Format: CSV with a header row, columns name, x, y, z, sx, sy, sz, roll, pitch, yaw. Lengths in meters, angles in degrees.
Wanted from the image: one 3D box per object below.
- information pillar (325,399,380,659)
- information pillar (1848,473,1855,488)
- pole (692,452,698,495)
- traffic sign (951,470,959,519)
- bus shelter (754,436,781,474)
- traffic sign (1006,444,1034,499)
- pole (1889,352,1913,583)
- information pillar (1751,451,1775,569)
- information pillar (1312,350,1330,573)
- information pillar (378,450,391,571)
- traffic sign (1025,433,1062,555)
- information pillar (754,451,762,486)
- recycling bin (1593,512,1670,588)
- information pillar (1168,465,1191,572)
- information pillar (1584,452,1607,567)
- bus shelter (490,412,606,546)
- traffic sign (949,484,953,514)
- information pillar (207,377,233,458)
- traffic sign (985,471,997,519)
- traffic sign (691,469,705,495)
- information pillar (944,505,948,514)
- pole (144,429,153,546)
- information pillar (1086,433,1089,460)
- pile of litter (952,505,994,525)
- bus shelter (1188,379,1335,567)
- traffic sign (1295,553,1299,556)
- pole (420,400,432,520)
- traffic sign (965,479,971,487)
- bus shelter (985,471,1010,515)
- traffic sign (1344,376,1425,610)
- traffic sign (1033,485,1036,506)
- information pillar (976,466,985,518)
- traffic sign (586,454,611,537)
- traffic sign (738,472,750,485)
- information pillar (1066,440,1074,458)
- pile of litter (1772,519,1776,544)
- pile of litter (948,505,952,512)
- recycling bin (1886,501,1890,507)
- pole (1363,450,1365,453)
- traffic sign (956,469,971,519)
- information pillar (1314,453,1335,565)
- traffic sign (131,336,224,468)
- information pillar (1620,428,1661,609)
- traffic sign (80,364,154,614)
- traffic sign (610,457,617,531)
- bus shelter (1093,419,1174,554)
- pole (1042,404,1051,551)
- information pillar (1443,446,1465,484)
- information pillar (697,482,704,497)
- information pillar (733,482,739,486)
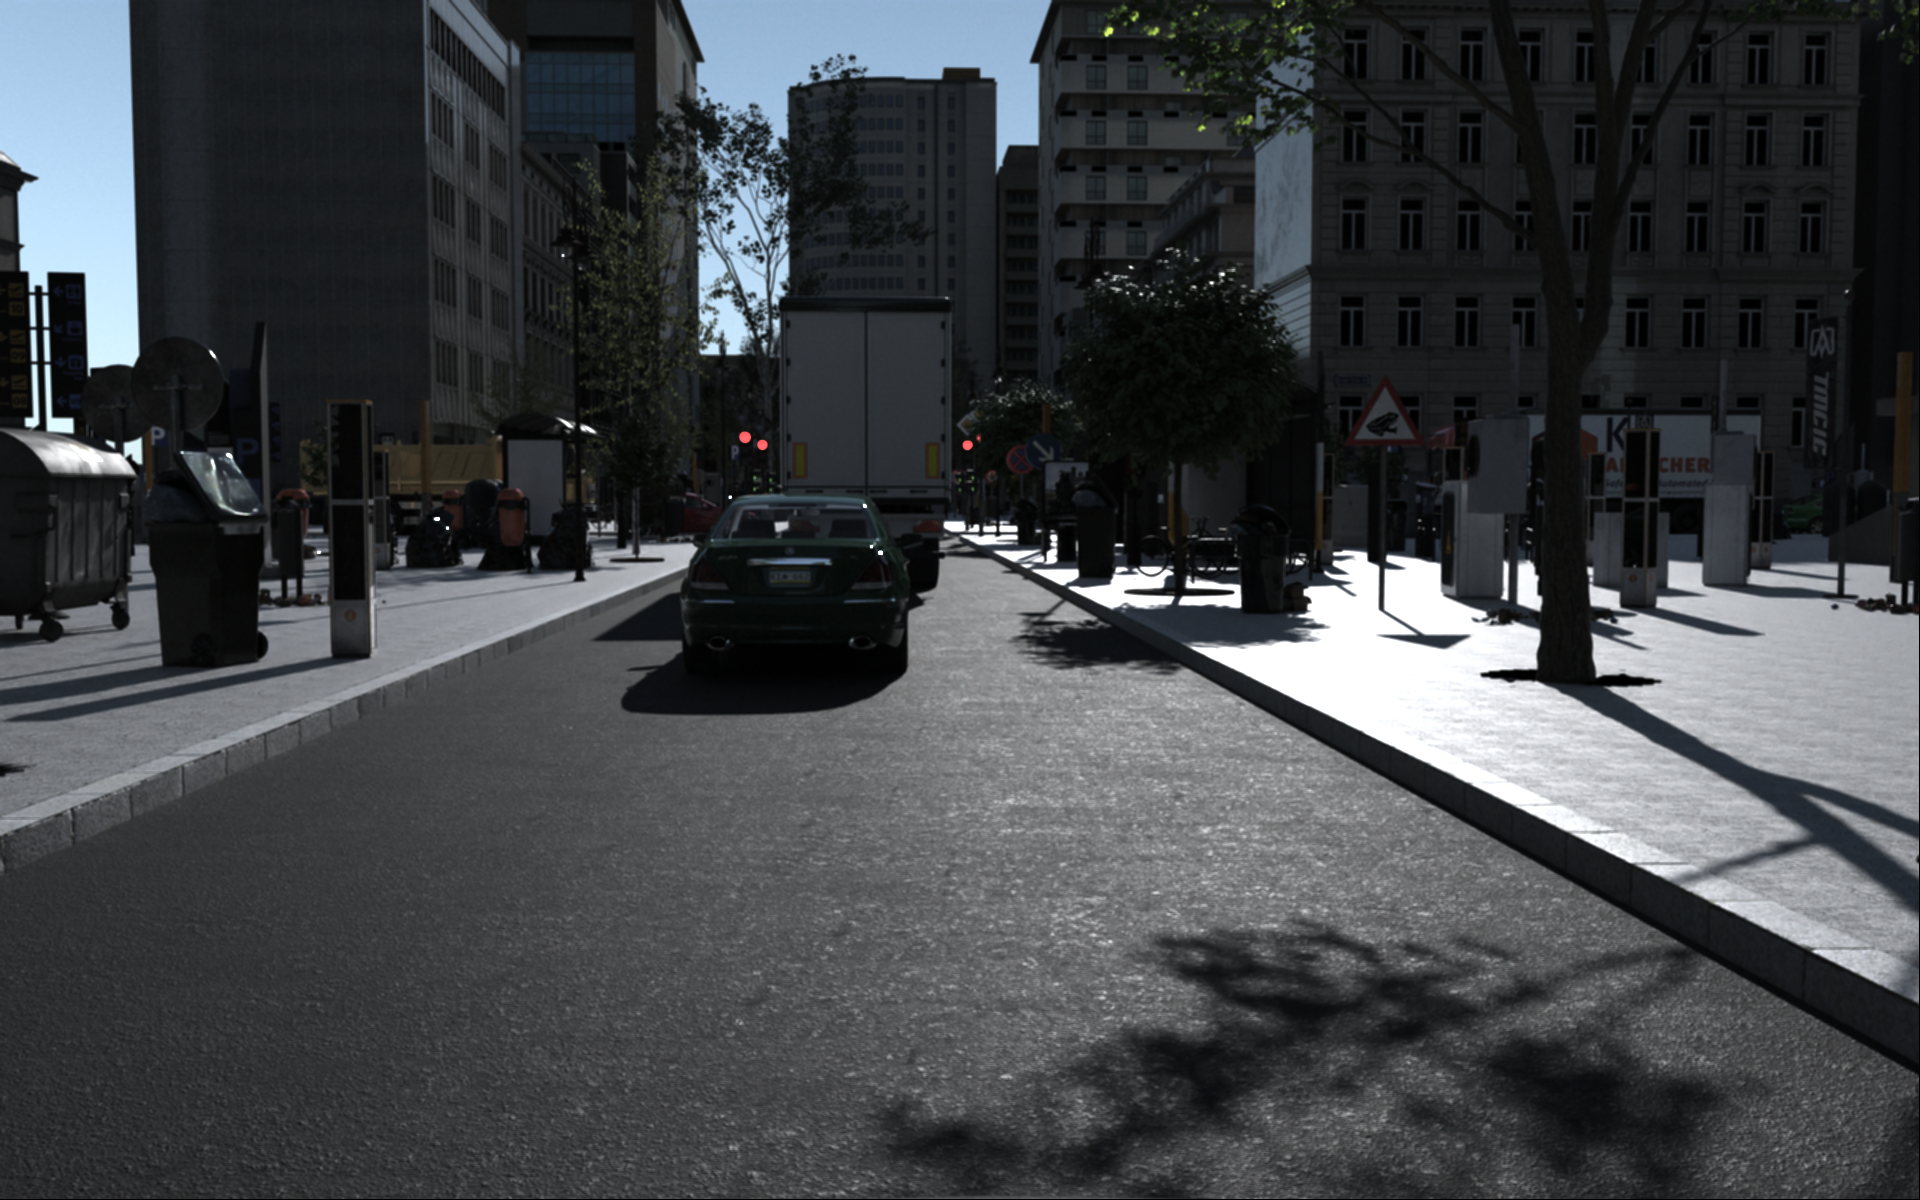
name,x,y,z,sx,sy,sz,roll,pitch,yaw
information pillar,-4.775,-0.557,13.600,0.304,2.012,0.304,-1,4,-9
information pillar,31.498,-3.483,61.444,0.304,2.012,0.304,-1,4,-17
pole,-12.928,-5.540,84.420,0.158,3.312,0.155,0,3,0
traffic sign,-0.264,-5.540,90.692,0.768,2.556,0.104,0,4,5
bus shelter,-12.126,-8.157,111.003,2.179,5.291,8.768,0,4,-3
traffic sign,1.574,-2.713,44.468,0.768,2.556,0.104,0,4,3
pole,13.568,-1.903,24.963,0.158,3.312,0.155,0,3,0
information pillar,13.690,-1.539,29.651,0.304,2.012,0.304,-2,4,-29
information pillar,5.837,-2.248,28.102,0.183,3.616,0.504,0,4,7
information pillar,-9.771,-1.506,29.116,0.304,2.012,0.304,0,4,-6
traffic sign,1.742,-2.208,36.203,0.768,2.556,0.104,0,4,1
information pillar,-9.919,-5.733,85.082,0.504,3.616,0.183,0,4,-8
recycling bin,9.270,-0.696,23.932,0.722,1.027,0.722,-1,4,-19
information pillar,3.587,-2.263,28.358,0.183,3.616,0.504,3,5,41
information pillar,11.263,-1.602,30.689,0.304,2.012,0.304,1,4,13
bus shelter,-10.687,-3.148,45.389,2.014,3.302,5.546,0,4,-3
traffic sign,-0.663,-6.836,111.871,0.768,2.556,0.104,0,4,0
information pillar,-13.145,-2.411,30.771,0.504,3.616,0.183,1,4,13
traffic sign,1.706,-5.493,89.919,0.768,2.556,0.104,0,4,2
traffic sign,-13.110,-5.308,86.890,0.768,2.556,0.104,0,4,-1
information pillar,-0.977,-7.224,109.463,0.504,3.616,0.183,-2,4,-32
pole,-20.162,-3.011,43.068,0.158,3.312,0.155,0,3,0
information pillar,4.918,-4.604,66.626,0.183,3.616,0.504,0,4,-2
pile of litter,0.731,-3.629,73.302,1.176,0.858,1.719,-2,4,-32
bus shelter,5.318,-2.368,32.644,2.014,3.302,5.546,0,4,-3
traffic sign,6.822,-2.131,34.942,0.768,2.556,0.104,0,4,-2
pole,-11.613,-2.682,37.686,0.158,3.312,0.155,0,3,0
traffic sign,0.625,-8.070,132.048,0.768,2.556,0.104,0,4,3
bus shelter,2.429,-6.958,107.686,2.014,3.302,5.546,0,4,-3
traffic sign,4.665,-1.168,19.100,0.884,2.594,0.081,0,4,2
traffic sign,2.218,-3.142,51.484,0.768,2.556,0.104,0,4,5
information pillar,1.090,-6.119,91.408,0.504,3.616,0.183,1,4,12
traffic sign,-10.840,-3.173,51.986,0.768,2.556,0.104,0,4,-2
traffic sign,-12.455,-6.109,99.991,0.768,2.556,0.104,0,4,-1
information pillar,4.603,-4.976,72.704,0.183,3.616,0.504,-2,4,-27
pile of litter,20.576,-1.892,44.901,1.176,0.858,1.719,3,4,36
pile of litter,-0.869,-6.641,122.545,1.719,0.858,1.176,0,4,-6
recycling bin,34.175,-3.125,63.645,0.722,1.027,0.722,-1,4,-15
pole,14.270,-4.107,60.990,0.158,3.312,0.155,0,3,0
traffic sign,0.178,-5.356,87.673,0.768,2.556,0.104,0,4,3
information pillar,6.588,-1.641,31.315,0.304,2.012,0.304,0,4,3
traffic sign,-6.332,-0.851,14.020,0.768,2.556,0.104,0,4,3
information pillar,7.665,-0.919,19.517,0.304,2.012,0.304,-3,5,-44
traffic sign,-8.263,-1.036,17.051,0.768,2.556,0.104,0,4,-1
traffic sign,-11.871,-3.639,59.610,0.768,2.556,0.104,0,4,-2
bus shelter,3.838,-2.971,39.857,1.731,3.624,6.357,0,4,-3
pole,1.960,-2.781,39.318,0.158,3.312,0.155,0,3,0
information pillar,7.663,-1.372,26.925,0.304,2.012,0.304,1,4,21
information pillar,-13.413,-5.209,89.660,0.304,2.012,0.304,0,3,0
information pillar,-13.127,-5.938,101.582,0.304,2.012,0.304,-1,4,-21
